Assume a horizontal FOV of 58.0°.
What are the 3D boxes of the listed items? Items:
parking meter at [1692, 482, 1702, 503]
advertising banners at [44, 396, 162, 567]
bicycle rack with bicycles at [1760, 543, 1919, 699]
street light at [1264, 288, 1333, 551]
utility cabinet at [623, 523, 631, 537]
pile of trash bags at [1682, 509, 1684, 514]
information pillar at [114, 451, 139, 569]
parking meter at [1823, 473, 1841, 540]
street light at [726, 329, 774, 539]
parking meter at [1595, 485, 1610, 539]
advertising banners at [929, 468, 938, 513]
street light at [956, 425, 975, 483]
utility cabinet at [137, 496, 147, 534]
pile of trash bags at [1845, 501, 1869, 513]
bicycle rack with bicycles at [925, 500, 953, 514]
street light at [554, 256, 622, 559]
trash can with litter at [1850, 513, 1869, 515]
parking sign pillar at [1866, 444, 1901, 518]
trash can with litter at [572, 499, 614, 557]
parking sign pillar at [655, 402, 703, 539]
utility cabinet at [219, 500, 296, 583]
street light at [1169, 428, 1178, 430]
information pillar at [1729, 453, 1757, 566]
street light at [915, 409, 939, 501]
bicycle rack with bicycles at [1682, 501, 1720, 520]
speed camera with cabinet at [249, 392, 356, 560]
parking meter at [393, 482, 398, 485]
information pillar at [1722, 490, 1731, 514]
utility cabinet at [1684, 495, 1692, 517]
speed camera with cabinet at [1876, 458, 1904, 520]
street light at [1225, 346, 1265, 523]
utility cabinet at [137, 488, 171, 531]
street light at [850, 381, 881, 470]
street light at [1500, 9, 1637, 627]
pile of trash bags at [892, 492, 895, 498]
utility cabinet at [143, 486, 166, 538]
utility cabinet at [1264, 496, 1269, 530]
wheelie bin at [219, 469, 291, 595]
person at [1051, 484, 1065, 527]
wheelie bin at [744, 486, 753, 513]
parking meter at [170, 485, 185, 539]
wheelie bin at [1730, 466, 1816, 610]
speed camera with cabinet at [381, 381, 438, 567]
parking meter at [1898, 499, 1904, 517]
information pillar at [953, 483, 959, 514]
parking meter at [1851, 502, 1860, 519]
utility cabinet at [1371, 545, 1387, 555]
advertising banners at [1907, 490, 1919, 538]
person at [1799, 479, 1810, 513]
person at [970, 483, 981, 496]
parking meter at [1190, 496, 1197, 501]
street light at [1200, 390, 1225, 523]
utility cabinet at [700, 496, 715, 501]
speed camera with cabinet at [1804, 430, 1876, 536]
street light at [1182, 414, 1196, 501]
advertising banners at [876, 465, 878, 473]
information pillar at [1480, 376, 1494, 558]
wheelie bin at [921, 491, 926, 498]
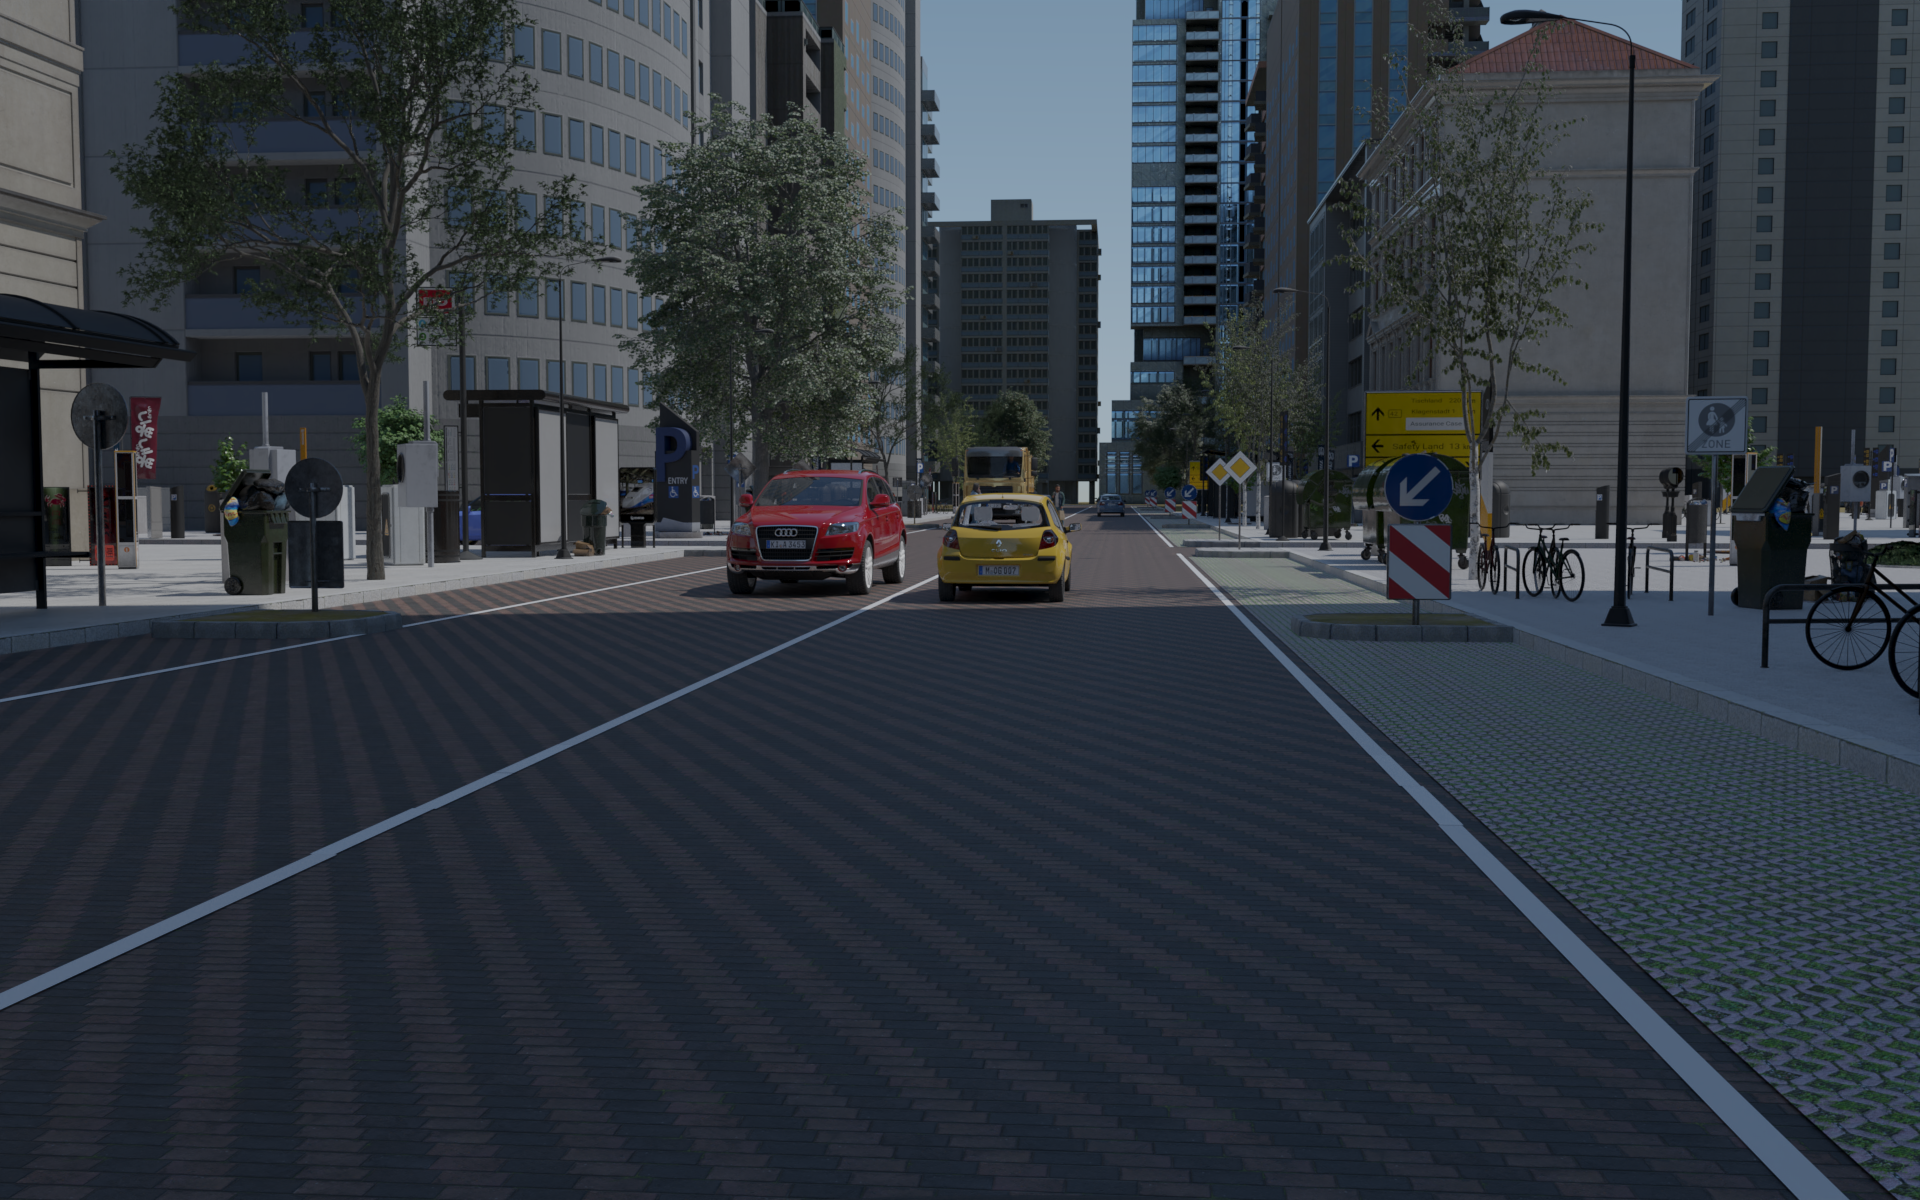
[{"bbox_3d":[35.243,-4.719,82.868,0.255,1.863,0.399,-1,4,-17],"label":"parking meter"},{"bbox_3d":[-15.324,-2.121,30.872,2.074,3.025,0.090,-1,4,-20],"label":"advertising banners"},{"bbox_3d":[7.085,0.092,11.874,2.925,0.926,2.852,0,4,-5],"label":"bicycle rack with bicycles"},{"bbox_3d":[7.740,-4.072,39.112,1.470,5.913,1.316,0,4,5],"label":"street light"},{"bbox_3d":[-9.875,-2.509,52.191,0.306,1.237,1.020,0,4,3],"label":"utility cabinet"},{"bbox_3d":[46.486,-6.308,112.884,1.912,1.369,3.447,0,4,-2],"label":"pile of trash bags"},{"bbox_3d":[-14.223,-1.534,29.570,0.304,2.012,0.304,-1,4,-18],"label":"information pillar"},{"bbox_3d":[24.521,-2.632,48.739,0.399,1.863,0.255,0,4,5],"label":"parking meter"},{"bbox_3d":[-5.923,-4.670,48.895,1.470,5.913,1.316,0,4,5],"label":"street light"},{"bbox_3d":[18.328,-2.508,49.410,0.372,1.533,0.369,0,3,0],"label":"parking meter"},{"bbox_3d":[-1.785,-7.292,115.404,0.090,3.025,2.074,-1,4,-16],"label":"advertising banners"},{"bbox_3d":[0.284,-8.826,116.839,1.470,5.913,1.316,0,4,5],"label":"street light"},{"bbox_3d":[-26.459,-2.748,56.087,0.306,1.237,1.020,1,4,19],"label":"utility cabinet"},{"bbox_3d":[60.341,-6.502,116.062,1.912,1.369,3.447,2,4,26],"label":"pile of trash bags"},{"bbox_3d":[-1.760,-5.991,111.328,2.852,0.926,2.925,1,4,21],"label":"bicycle rack with bicycles"},{"bbox_3d":[-7.301,-3.761,34.031,1.470,5.913,1.316,0,4,5],"label":"street light"},{"bbox_3d":[55.525,-5.784,105.629,1.678,1.210,2.233,-2,4,-32],"label":"trash can with litter"},{"bbox_3d":[50.333,-6.486,94.511,1.447,3.967,1.447,0,4,-7],"label":"parking sign pillar"},{"bbox_3d":[-7.622,-1.499,35.898,0.624,1.170,1.055,0,4,8],"label":"trash can with litter"},{"bbox_3d":[-8.223,-3.785,50.364,1.447,3.967,1.447,2,4,26],"label":"parking sign pillar"},{"bbox_3d":[-10.235,-0.863,25.279,0.306,1.237,1.020,3,5,41],"label":"utility cabinet"},{"bbox_3d":[15.486,-9.173,122.523,1.470,5.913,1.316,0,4,5],"label":"street light"},{"bbox_3d":[13.959,-1.613,30.873,0.304,2.012,0.304,-2,4,-33],"label":"information pillar"},{"bbox_3d":[-1.820,-7.403,93.573,1.470,5.913,1.316,0,4,5],"label":"street light"},{"bbox_3d":[36.701,-4.534,87.505,2.852,0.926,2.925,0,4,3],"label":"bicycle rack with bicycles"},{"bbox_3d":[-12.798,-2.407,33.698,2.038,3.252,0.660,1,4,19],"label":"speed camera with cabinet"},{"bbox_3d":[-19.427,-3.292,59.532,0.399,1.863,0.255,2,4,24],"label":"parking meter"},{"bbox_3d":[49.729,-7.398,112.316,0.504,3.616,0.183,0,4,5],"label":"information pillar"},{"bbox_3d":[40.629,-5.217,96.455,0.306,1.237,1.020,3,5,40],"label":"utility cabinet"},{"bbox_3d":[47.172,-5.710,87.690,2.038,3.252,0.660,-2,4,-35],"label":"speed camera with cabinet"},{"bbox_3d":[9.221,-5.004,54.361,1.470,5.913,1.316,0,4,5],"label":"street light"},{"bbox_3d":[-27.571,-3.079,59.021,1.173,1.500,0.318,-3,5,-45],"label":"utility cabinet"},{"bbox_3d":[-3.938,-6.037,71.240,1.470,5.913,1.316,0,4,5],"label":"street light"},{"bbox_3d":[5.882,-2.704,16.745,1.470,5.913,1.316,0,4,5],"label":"street light"},{"bbox_3d":[-4.205,-4.622,85.322,1.912,1.369,3.447,2,4,29],"label":"pile of trash bags"},{"bbox_3d":[-23.310,-2.535,50.132,0.318,1.500,1.173,-2,4,-30],"label":"utility cabinet"},{"bbox_3d":[11.415,-3.113,62.058,1.020,1.237,0.306,2,4,31],"label":"utility cabinet"},{"bbox_3d":[-8.973,-0.872,22.172,0.693,1.594,0.980,1,4,9],"label":"wheelie bin"},{"bbox_3d":[4.065,-3.840,71.262,0.794,1.824,0.713,3,5,42],"label":"person"},{"bbox_3d":[-7.597,-3.432,64.025,0.693,1.594,0.980,2,4,28],"label":"wheelie bin"},{"bbox_3d":[-22.578,-2.541,49.952,0.372,1.533,0.369,0,3,0],"label":"parking meter"},{"bbox_3d":[9.114,-0.706,19.450,0.693,1.594,0.980,-1,4,-10],"label":"wheelie bin"},{"bbox_3d":[-9.834,-2.233,30.854,0.660,3.252,2.038,-2,4,-30],"label":"speed camera with cabinet"},{"bbox_3d":[52.058,-5.507,95.746,0.255,1.863,0.399,0,4,7],"label":"parking meter"},{"bbox_3d":[-0.269,-6.648,113.186,0.304,2.012,0.304,3,4,38],"label":"information pillar"},{"bbox_3d":[46.119,-5.103,89.138,0.255,1.863,0.399,0,4,-3],"label":"parking meter"},{"bbox_3d":[8.861,-1.692,36.338,0.318,1.500,1.173,1,4,23],"label":"utility cabinet"},{"bbox_3d":[28.163,-3.329,50.609,0.090,3.025,2.074,1,4,9],"label":"advertising banners"},{"bbox_3d":[19.949,-2.042,42.106,0.699,1.804,1.509,-2,4,-32],"label":"person"},{"bbox_3d":[0.462,-2.970,57.323,0.793,1.790,0.793,3,4,39],"label":"person"},{"bbox_3d":[13.956,-5.820,103.572,0.372,1.533,0.369,0,3,0],"label":"parking meter"},{"bbox_3d":[11.455,-6.410,77.347,1.470,5.913,1.316,0,4,5],"label":"street light"},{"bbox_3d":[-10.516,-3.715,71.897,0.306,1.237,1.020,1,4,20],"label":"utility cabinet"},{"bbox_3d":[26.765,-3.589,53.009,2.038,3.252,0.660,0,4,-6],"label":"speed camera with cabinet"},{"bbox_3d":[13.542,-7.806,100.174,1.470,5.913,1.316,0,4,5],"label":"street light"},{"bbox_3d":[-5.186,-6.693,105.618,0.090,3.025,2.074,-1,4,-11],"label":"advertising banners"},{"bbox_3d":[10.535,-2.645,34.607,0.183,3.616,0.504,0,4,-1],"label":"information pillar"},{"bbox_3d":[-2.808,-7.125,124.406,0.693,1.594,0.980,0,4,4],"label":"wheelie bin"}]
